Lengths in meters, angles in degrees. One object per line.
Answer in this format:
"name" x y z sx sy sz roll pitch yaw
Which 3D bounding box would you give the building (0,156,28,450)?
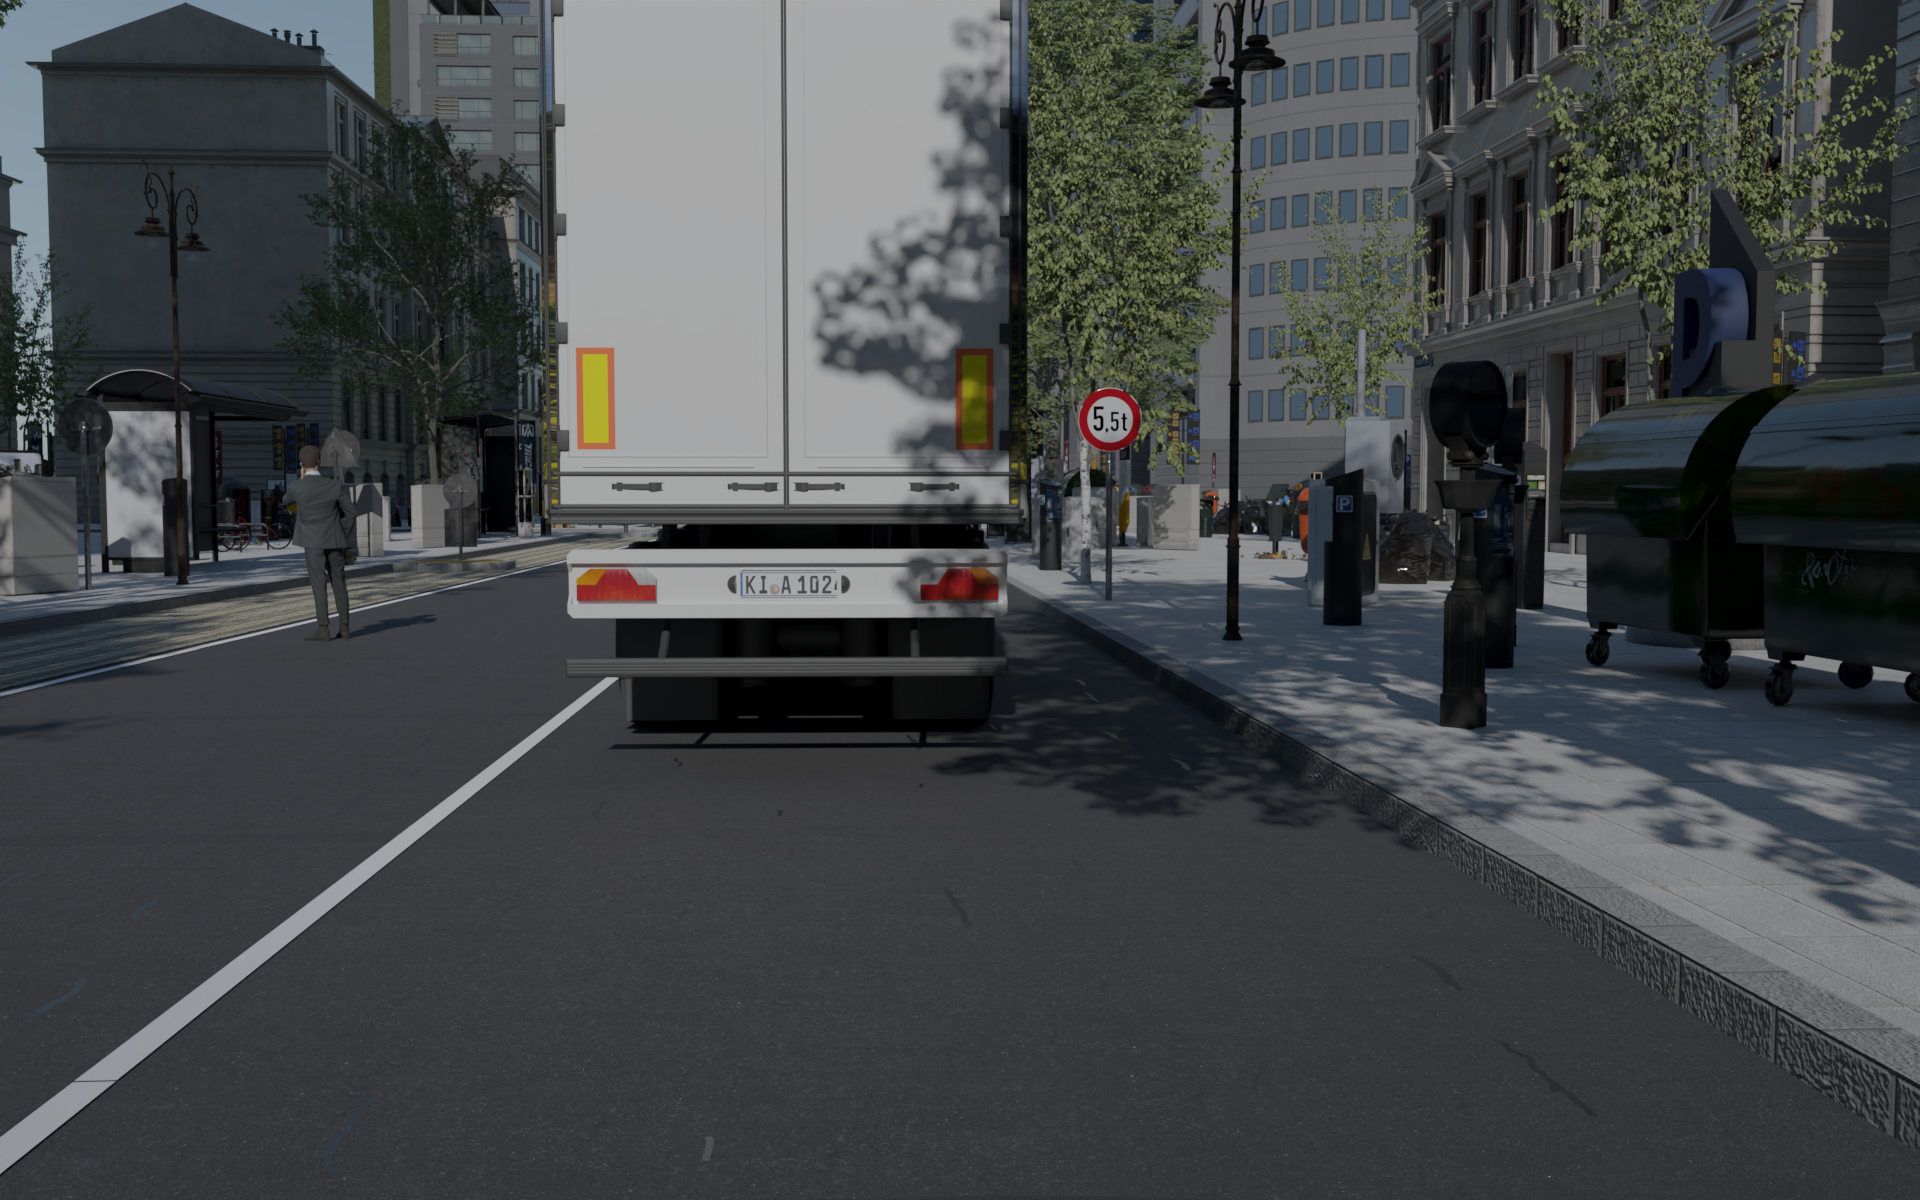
"building" -57.975 -14.513 79.089 24.055 21.916 13.314 0 4 -4

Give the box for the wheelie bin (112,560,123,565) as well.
"wheelie bin" -15.062 -1.436 31.389 0.693 1.594 0.980 0 4 4

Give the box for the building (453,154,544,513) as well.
"building" -36.343 -17.786 124.086 16.112 22.955 30.059 0 4 -4

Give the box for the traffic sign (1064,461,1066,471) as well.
"traffic sign" 2.943 -3.106 52.918 0.606 2.300 0.079 0 4 4

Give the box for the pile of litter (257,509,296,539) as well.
"pile of litter" -19.370 -2.205 50.024 1.719 0.858 1.176 1 4 13

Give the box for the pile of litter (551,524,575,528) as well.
"pile of litter" -15.179 -3.161 65.643 1.176 0.858 1.719 -1 4 -12

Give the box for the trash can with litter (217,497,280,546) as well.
"trash can with litter" -18.134 -1.976 43.359 2.233 1.210 1.678 1 4 18

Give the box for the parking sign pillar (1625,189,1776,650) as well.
"parking sign pillar" 6.504 -1.611 14.807 1.447 3.967 1.447 0 4 7

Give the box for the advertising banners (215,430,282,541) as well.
"advertising banners" -19.775 -3.151 47.708 2.074 3.025 0.090 0 4 -4

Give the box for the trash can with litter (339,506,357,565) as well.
"trash can with litter" -11.253 -1.200 31.014 0.624 1.170 1.055 0 4 2

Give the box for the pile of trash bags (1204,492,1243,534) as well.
"pile of trash bags" 9.699 -2.824 55.933 1.912 1.369 3.447 3 5 44

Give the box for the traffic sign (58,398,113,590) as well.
"traffic sign" -11.642 -1.404 23.063 0.768 2.556 0.104 0 4 5

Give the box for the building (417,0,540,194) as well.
"building" -36.535 -28.262 145.679 14.154 41.232 14.086 0 4 -4

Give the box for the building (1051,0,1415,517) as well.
"building" 16.986 -35.508 122.560 21.231 58.520 28.212 0 4 -4

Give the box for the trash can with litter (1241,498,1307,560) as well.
"trash can with litter" 6.494 -1.450 34.767 1.678 1.210 2.233 1 4 18

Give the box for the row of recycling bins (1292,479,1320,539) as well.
"row of recycling bins" 10.029 -2.543 48.690 1.069 1.692 3.534 0 4 3

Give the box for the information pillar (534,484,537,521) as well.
"information pillar" -20.419 -5.605 82.988 0.183 3.616 0.504 -2 4 -31

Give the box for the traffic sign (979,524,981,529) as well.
"traffic sign" 0.627 -3.328 54.511 0.768 2.556 0.104 0 4 3

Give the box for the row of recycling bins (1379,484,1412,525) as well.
"row of recycling bins" 18.260 -3.807 69.361 3.534 1.692 1.069 0 4 -6

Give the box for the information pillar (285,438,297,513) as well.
"information pillar" -27.432 -4.868 70.950 0.504 3.616 0.183 0 4 6

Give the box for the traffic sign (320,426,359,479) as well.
"traffic sign" -12.009 -2.038 33.326 0.884 2.594 0.081 0 4 -1

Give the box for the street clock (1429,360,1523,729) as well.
"street clock" 2.778 -0.302 9.501 0.358 2.002 0.471 3 5 44

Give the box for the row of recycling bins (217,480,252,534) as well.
"row of recycling bins" -22.417 -2.792 52.770 1.069 1.692 3.534 -2 4 -33

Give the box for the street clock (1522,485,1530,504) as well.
"street clock" 4.611 -0.613 14.599 0.358 2.002 0.471 1 4 19

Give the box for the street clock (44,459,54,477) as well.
"street clock" -18.904 -1.900 35.630 0.358 2.002 0.471 2 4 32

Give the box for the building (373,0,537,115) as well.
"building" -41.973 -38.162 165.956 21.231 58.520 28.212 0 4 -4

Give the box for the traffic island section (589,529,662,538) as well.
"traffic island section" -11.115 -2.155 57.514 2.009 0.180 2.903 0 4 -4

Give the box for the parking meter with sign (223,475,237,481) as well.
"parking meter with sign" -29.775 -4.535 70.412 1.738 3.016 0.543 -1 4 -12

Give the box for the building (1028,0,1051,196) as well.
"building" 14.555 -33.152 165.737 21.300 48.544 21.600 0 4 -4

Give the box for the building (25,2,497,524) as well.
"building" -33.430 -16.655 91.391 14.460 24.649 34.723 0 4 -4

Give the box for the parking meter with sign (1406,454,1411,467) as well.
"parking meter with sign" 19.517 -4.932 76.896 0.543 3.016 1.738 0 4 1

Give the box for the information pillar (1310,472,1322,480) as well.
"information pillar" 11.995 -3.298 58.413 0.304 2.012 0.304 -1 4 -17

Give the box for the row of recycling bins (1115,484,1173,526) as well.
"row of recycling bins" 7.310 -3.788 69.050 3.534 1.692 1.069 3 5 41

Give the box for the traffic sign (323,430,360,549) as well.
"traffic sign" -12.333 -2.106 34.535 0.768 2.556 0.104 0 4 4

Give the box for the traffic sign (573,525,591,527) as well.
"traffic sign" -14.892 -4.540 68.099 2.265 3.308 0.079 0 4 3

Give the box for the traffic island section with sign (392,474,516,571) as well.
"traffic island section with sign" -9.535 -1.482 32.864 1.989 1.847 2.006 0 4 -4

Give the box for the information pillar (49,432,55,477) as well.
"information pillar" -34.245 -4.528 65.382 0.183 3.616 0.504 -1 4 -18

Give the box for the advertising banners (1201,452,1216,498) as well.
"advertising banners" 10.595 -4.746 73.777 0.090 3.025 2.074 0 4 -7

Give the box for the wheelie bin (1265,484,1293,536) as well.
"wheelie bin" 9.716 -2.735 52.627 0.693 1.594 0.980 -3 5 -41

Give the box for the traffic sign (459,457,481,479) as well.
"traffic sign" -13.457 -2.781 47.597 0.606 2.300 0.079 0 4 3

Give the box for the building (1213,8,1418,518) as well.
"building" 25.274 -33.383 87.818 28.212 58.520 21.231 0 4 -4

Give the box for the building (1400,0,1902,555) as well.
"building" 17.986 -12.305 37.348 11.583 22.565 21.152 0 4 -4

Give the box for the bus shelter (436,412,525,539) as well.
"bus shelter" -14.420 -3.744 52.489 1.731 3.624 6.357 0 4 -3

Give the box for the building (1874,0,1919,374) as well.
"building" 18.936 -10.252 16.779 9.793 20.994 18.267 0 4 -4

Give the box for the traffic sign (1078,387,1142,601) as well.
"traffic sign" 1.792 -1.265 20.795 0.768 2.556 0.104 0 4 -2

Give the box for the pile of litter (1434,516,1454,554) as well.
"pile of litter" 9.483 -1.199 33.566 1.176 0.858 1.719 0 4 2

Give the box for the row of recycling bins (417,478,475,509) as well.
"row of recycling bins" -13.326 -2.296 44.646 1.069 1.692 3.534 -2 4 -29

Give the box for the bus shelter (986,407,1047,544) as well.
"bus shelter" 1.464 -3.445 47.607 1.731 3.624 6.357 0 4 -4

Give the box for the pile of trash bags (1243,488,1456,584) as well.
"pile of trash bags" 5.827 -0.935 25.047 1.912 1.369 3.447 3 4 39

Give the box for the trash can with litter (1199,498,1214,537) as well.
"trash can with litter" 7.199 -2.441 51.297 0.624 1.170 1.055 0 4 5

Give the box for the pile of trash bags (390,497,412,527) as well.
"pile of trash bags" -21.134 -3.562 67.985 3.447 1.369 1.912 0 4 -5

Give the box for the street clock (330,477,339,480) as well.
"street clock" -25.897 -4.114 71.831 0.358 2.002 0.471 2 4 33

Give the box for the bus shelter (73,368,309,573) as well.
"bus shelter" -13.356 -2.243 30.592 2.014 3.302 5.546 0 4 -4

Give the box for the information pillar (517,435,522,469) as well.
"information pillar" -16.450 -4.505 65.007 0.504 3.616 0.183 -3 5 -40

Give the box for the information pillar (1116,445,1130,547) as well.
"information pillar" 4.009 -3.114 42.269 0.183 3.616 0.504 -1 4 -18

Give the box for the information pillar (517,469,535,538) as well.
"information pillar" -12.744 -2.830 50.764 0.304 2.012 0.304 3 4 36
